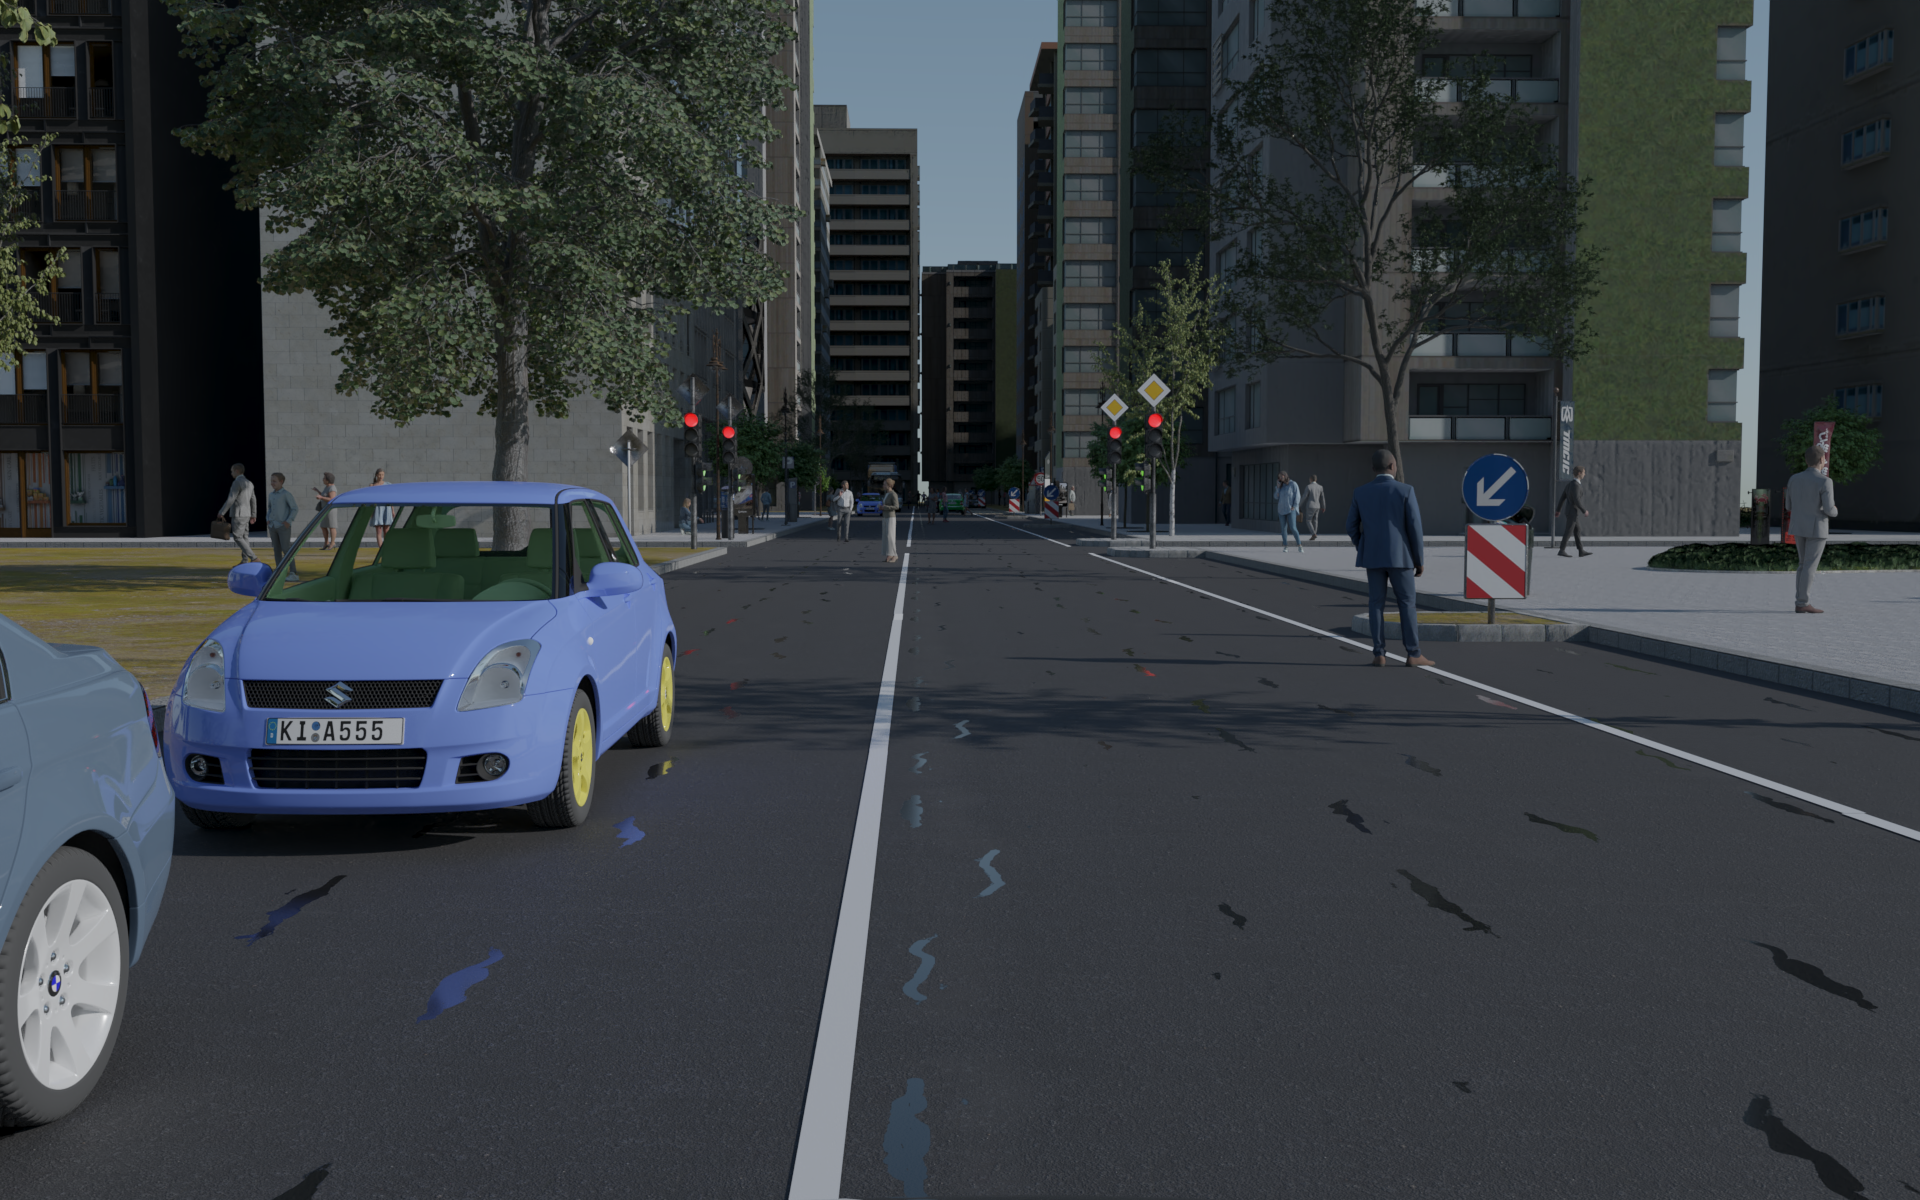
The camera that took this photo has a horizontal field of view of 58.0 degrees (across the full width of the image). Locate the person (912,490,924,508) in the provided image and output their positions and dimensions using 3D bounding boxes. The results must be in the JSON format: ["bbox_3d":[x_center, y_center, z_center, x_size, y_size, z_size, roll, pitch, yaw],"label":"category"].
[{"bbox_3d":[-4.384,-10.643,182.533,1.348,1.821,0.705,-1,4,-21],"label":"person"}]

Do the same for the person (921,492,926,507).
[{"bbox_3d":[-3.931,-10.842,186.699,0.756,1.711,0.436,3,5,39],"label":"person"}]

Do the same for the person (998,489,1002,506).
[{"bbox_3d":[4.401,-11.351,191.648,0.705,1.821,1.348,1,4,12],"label":"person"}]

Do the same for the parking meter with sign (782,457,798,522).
[{"bbox_3d":[-7.825,-5.133,80.192,0.543,3.016,1.738,-1,4,-15],"label":"parking meter with sign"}]

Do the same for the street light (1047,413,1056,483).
[{"bbox_3d":[5.082,-7.592,96.918,0.468,5.910,1.993,0,4,-1],"label":"street light"}]

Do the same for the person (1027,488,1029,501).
[{"bbox_3d":[4.809,-6.889,119.434,0.466,1.731,0.760,3,5,44],"label":"person"}]

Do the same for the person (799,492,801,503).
[{"bbox_3d":[-10.020,-6.063,106.018,0.563,1.720,0.643,-1,4,-23],"label":"person"}]

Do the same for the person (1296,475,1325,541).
[{"bbox_3d":[9.739,-2.555,47.943,0.709,1.813,0.853,-1,4,-22],"label":"person"}]

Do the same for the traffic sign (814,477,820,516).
[{"bbox_3d":[-8.662,-6.325,103.524,0.768,2.556,0.104,0,4,1],"label":"traffic sign"}]

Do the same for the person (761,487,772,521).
[{"bbox_3d":[-9.085,-4.494,81.332,0.589,1.601,0.330,2,4,29],"label":"person"}]

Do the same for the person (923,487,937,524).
[{"bbox_3d":[-1.449,-4.507,82.543,0.716,1.782,0.532,2,4,32],"label":"person"}]

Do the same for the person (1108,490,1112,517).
[{"bbox_3d":[8.450,-5.531,96.351,0.514,1.842,0.818,3,4,36],"label":"person"}]

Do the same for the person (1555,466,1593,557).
[{"bbox_3d":[12.499,-1.791,35.108,0.755,1.850,0.659,0,4,5],"label":"person"}]

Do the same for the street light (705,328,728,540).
[{"bbox_3d":[-6.786,-4.629,48.479,0.468,5.910,1.993,0,4,-1],"label":"street light"}]

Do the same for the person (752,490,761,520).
[{"bbox_3d":[-10.030,-4.787,84.656,0.599,1.781,0.374,2,4,30],"label":"person"}]

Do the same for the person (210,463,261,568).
[{"bbox_3d":[-12.498,-1.460,30.029,0.853,1.813,0.709,0,4,3],"label":"person"}]

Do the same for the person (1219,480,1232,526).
[{"bbox_3d":[10.740,-3.905,69.801,0.656,1.842,0.836,1,4,19],"label":"person"}]

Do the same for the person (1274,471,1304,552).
[{"bbox_3d":[7.270,-1.952,38.231,0.793,1.790,0.793,0,4,7],"label":"person"}]

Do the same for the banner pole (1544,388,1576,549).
[{"bbox_3d":[14.210,-3.114,40.928,0.863,3.779,0.401,-2,4,-28],"label":"banner pole"}]

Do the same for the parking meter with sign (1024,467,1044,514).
[{"bbox_3d":[4.810,-7.060,111.691,0.543,3.016,1.738,-3,4,-38],"label":"parking meter with sign"}]

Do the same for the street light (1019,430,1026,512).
[{"bbox_3d":[4.454,-9.178,122.842,0.468,5.910,1.993,0,4,-1],"label":"street light"}]

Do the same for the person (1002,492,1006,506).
[{"bbox_3d":[4.612,-10.693,181.600,0.721,1.743,1.217,-1,4,-13],"label":"person"}]

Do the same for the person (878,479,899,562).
[{"bbox_3d":[-1.532,-1.680,36.516,0.362,1.759,0.519,-2,4,-28],"label":"person"}]

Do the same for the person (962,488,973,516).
[{"bbox_3d":[0.494,-6.332,112.127,0.778,1.811,0.616,2,4,25],"label":"person"}]

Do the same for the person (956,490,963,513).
[{"bbox_3d":[-0.004,-7.445,130.901,0.621,1.740,0.551,1,4,19],"label":"person"}]

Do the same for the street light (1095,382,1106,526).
[{"bbox_3d":[5.783,-5.970,70.392,0.468,5.910,1.993,0,4,-1],"label":"street light"}]

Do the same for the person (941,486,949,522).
[{"bbox_3d":[-0.757,-4.856,87.903,0.388,1.821,0.555,0,4,1],"label":"person"}]

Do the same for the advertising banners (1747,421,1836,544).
[{"bbox_3d":[20.013,-2.784,41.703,2.074,3.025,0.090,0,4,-2],"label":"advertising banners"}]

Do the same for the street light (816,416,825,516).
[{"bbox_3d":[-8.130,-7.828,100.781,0.468,5.910,1.993,0,4,-1],"label":"street light"}]

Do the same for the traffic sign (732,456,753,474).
[{"bbox_3d":[-7.405,-3.581,58.659,0.768,2.556,0.104,0,4,2],"label":"traffic sign"}]

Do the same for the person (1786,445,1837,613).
[{"bbox_3d":[9.241,-0.761,18.679,0.583,1.804,0.606,-2,4,-25],"label":"person"}]

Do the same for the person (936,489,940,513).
[{"bbox_3d":[-1.713,-7.591,132.593,0.705,1.826,1.348,0,4,-1],"label":"person"}]

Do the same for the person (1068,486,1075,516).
[{"bbox_3d":[6.486,-5.782,101.063,0.515,1.767,0.782,1,4,18],"label":"person"}]

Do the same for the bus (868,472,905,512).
[{"bbox_3d":[-6.120,-8.989,141.828,2.948,3.499,13.247,0,4,-3],"label":"bus"}]

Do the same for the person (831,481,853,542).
[{"bbox_3d":[-3.546,-2.664,52.160,0.679,1.850,0.850,-1,4,-16],"label":"person"}]

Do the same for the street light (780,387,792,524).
[{"bbox_3d":[-7.515,-6.233,74.702,0.468,5.910,1.993,0,4,-1],"label":"street light"}]

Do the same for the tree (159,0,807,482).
[{"bbox_3d":[-6.440,-7.205,24.465,9.857,13.997,8.962,0,3,0],"label":"tree"}]

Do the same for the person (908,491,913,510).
[{"bbox_3d":[-4.535,-9.259,160.410,0.750,1.759,0.617,1,4,12],"label":"person"}]

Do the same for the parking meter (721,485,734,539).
[{"bbox_3d":[-6.710,-2.546,50.042,0.372,1.533,0.369,0,3,0],"label":"parking meter"}]

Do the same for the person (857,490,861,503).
[{"bbox_3d":[-10.931,-11.096,188.399,0.436,1.711,0.756,3,5,41],"label":"person"}]

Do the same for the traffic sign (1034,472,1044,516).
[{"bbox_3d":[4.717,-6.177,101.107,0.768,2.556,0.104,1,4,8],"label":"traffic sign"}]

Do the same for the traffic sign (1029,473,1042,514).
[{"bbox_3d":[4.770,-6.691,109.399,0.884,2.594,0.081,0,4,3],"label":"traffic sign"}]

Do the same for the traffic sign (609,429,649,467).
[{"bbox_3d":[-6.720,-2.164,35.116,0.795,2.593,0.064,0,4,1],"label":"traffic sign"}]

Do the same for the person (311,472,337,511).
[{"bbox_3d":[-14.535,-2.029,39.574,0.532,1.782,0.716,-2,4,-35],"label":"person"}]

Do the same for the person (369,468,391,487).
[{"bbox_3d":[-11.959,-1.806,35.664,0.616,1.811,0.778,-1,4,-19],"label":"person"}]

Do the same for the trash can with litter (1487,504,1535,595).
[{"bbox_3d":[6.920,-0.652,22.041,0.624,1.170,1.055,0,4,4],"label":"trash can with litter"}]

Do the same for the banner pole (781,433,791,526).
[{"bbox_3d":[-7.052,-4.909,70.274,0.401,3.779,0.863,-1,4,-12],"label":"banner pole"}]

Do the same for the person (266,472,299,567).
[{"bbox_3d":[-10.090,-1.091,25.696,0.589,1.601,0.330,2,4,33],"label":"person"}]

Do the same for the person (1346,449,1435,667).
[{"bbox_3d":[3.575,-0.349,14.393,0.721,1.800,0.419,1,4,21],"label":"person"}]

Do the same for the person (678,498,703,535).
[{"bbox_3d":[-8.518,-2.631,54.565,0.738,1.151,1.012,-1,4,-17],"label":"person"}]

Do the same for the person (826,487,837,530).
[{"bbox_3d":[-5.150,-3.658,69.306,0.512,1.701,0.522,2,4,35],"label":"person"}]
